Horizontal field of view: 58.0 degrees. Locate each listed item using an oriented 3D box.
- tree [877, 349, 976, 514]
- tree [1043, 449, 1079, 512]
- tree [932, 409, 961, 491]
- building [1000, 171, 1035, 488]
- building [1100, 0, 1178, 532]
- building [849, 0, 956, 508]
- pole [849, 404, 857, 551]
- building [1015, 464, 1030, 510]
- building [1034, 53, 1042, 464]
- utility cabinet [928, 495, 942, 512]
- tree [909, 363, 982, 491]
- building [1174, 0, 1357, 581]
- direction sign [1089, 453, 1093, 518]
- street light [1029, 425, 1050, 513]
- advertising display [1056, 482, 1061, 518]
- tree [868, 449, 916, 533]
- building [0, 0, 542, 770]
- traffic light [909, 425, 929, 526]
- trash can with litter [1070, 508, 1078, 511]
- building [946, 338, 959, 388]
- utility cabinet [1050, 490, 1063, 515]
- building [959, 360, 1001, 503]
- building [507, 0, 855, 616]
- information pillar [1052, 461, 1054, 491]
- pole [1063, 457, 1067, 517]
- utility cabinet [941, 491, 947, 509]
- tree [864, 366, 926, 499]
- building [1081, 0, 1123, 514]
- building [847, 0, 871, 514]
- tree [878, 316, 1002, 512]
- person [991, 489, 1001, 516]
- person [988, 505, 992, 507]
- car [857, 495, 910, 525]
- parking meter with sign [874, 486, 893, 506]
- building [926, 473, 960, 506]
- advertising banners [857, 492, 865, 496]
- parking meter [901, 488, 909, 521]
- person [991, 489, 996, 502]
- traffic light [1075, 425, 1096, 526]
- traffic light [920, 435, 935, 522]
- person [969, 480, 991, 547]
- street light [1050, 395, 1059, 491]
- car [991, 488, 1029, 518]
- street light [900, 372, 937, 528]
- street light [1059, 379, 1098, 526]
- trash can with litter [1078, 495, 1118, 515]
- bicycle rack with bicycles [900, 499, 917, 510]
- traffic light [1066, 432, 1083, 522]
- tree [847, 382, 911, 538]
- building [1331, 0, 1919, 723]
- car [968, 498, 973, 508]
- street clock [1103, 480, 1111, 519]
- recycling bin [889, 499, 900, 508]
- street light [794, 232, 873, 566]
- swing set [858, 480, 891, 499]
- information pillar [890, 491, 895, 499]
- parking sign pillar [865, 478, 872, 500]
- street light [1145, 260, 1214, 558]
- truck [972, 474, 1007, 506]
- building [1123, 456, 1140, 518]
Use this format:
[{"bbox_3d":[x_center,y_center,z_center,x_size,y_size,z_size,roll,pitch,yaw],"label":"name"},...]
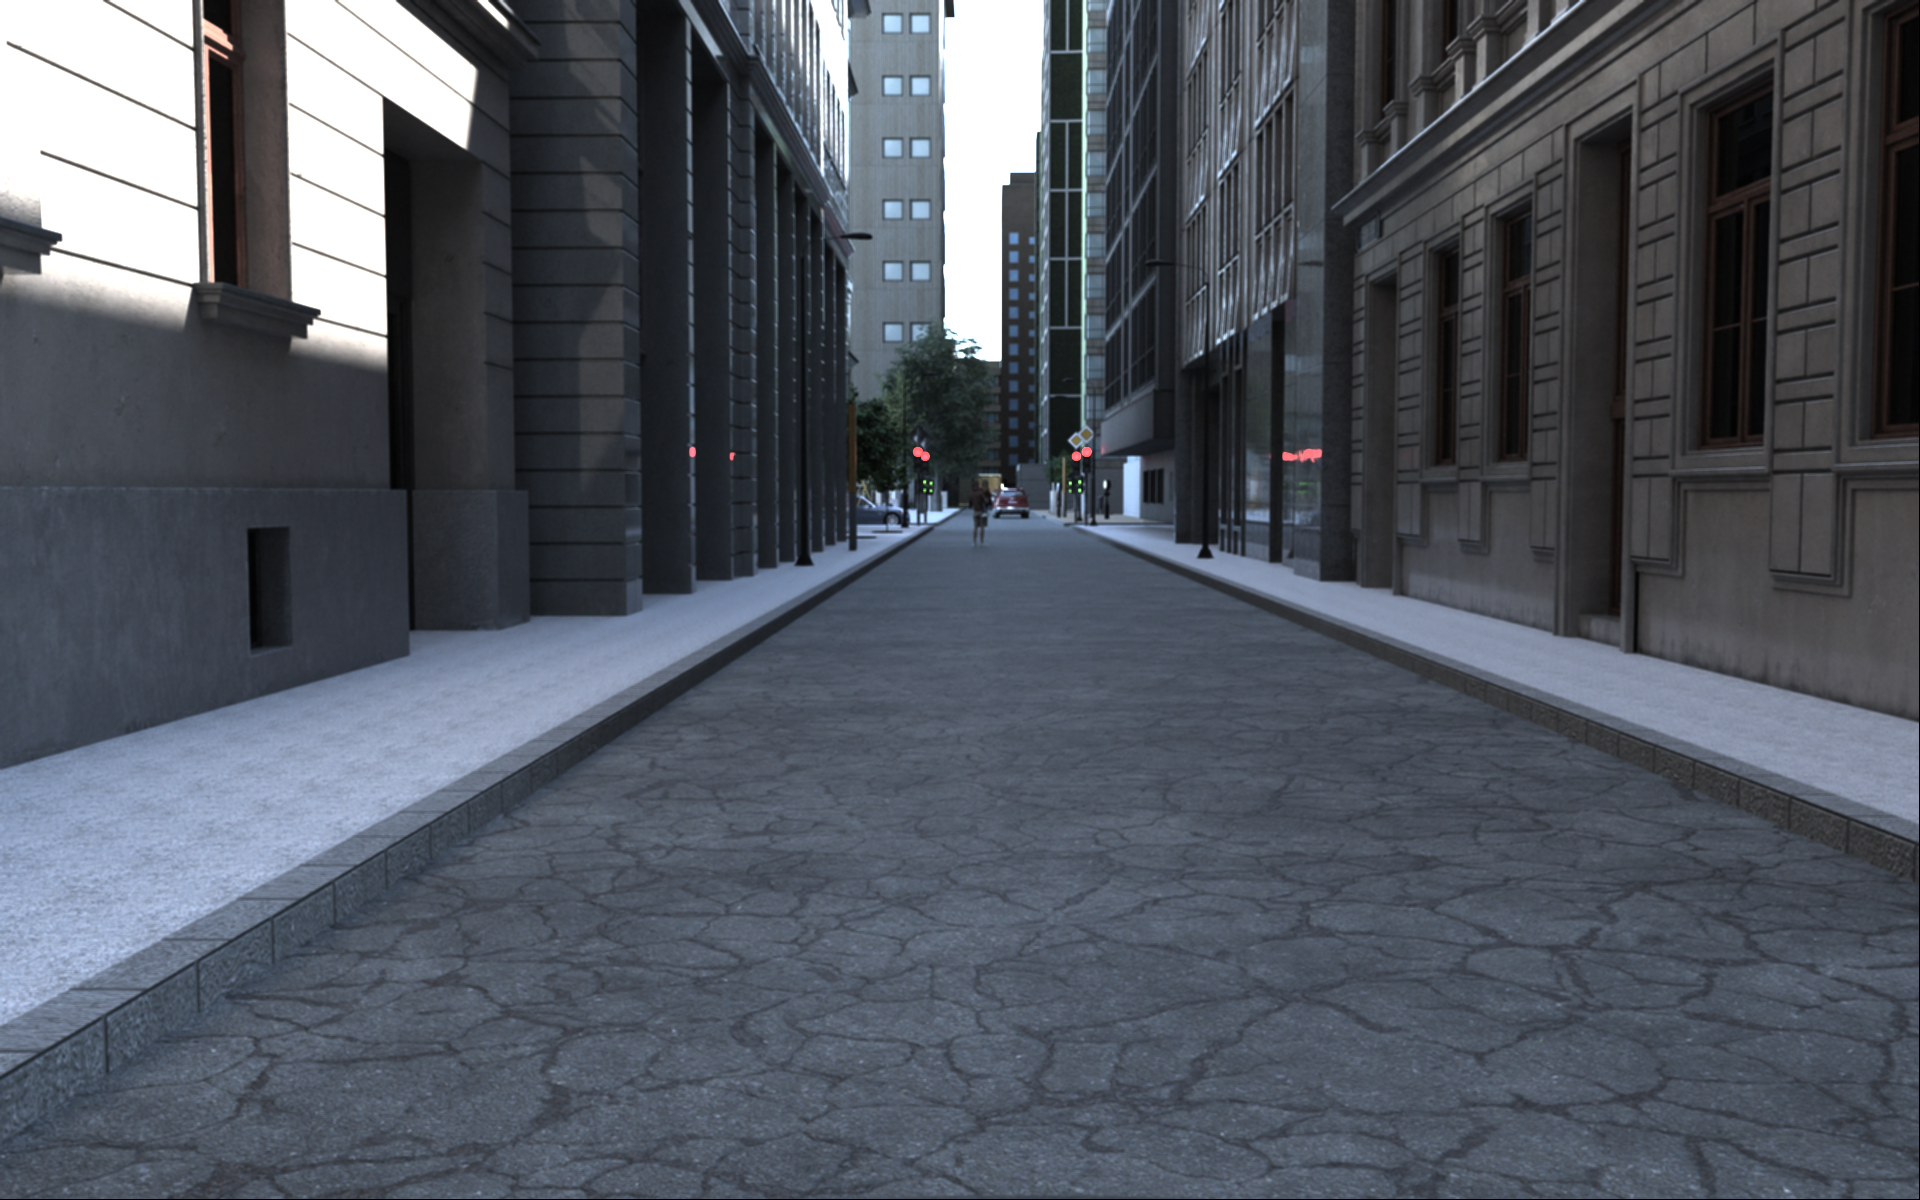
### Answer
[{"bbox_3d":[-2.699,-10.885,112.377,8.767,10.594,7.601,3,4,37],"label":"tree"},{"bbox_3d":[7.739,-8.763,126.991,4.285,4.588,4.351,0,3,0],"label":"tree"},{"bbox_3d":[-1.415,-11.300,135.116,4.360,8.622,3.978,0,3,0],"label":"tree"},{"bbox_3d":[12.808,-36.270,243.122,14.200,45.320,14.600,0,4,1],"label":"building"},{"bbox_3d":[12.549,-16.126,57.168,14.314,27.812,24.014,0,4,1],"label":"building"},{"bbox_3d":[-14.975,-35.309,166.533,28.713,52.752,27.495,0,4,1],"label":"building"},{"bbox_3d":[-2.432,-2.780,39.295,0.158,3.312,0.155,0,3,0],"label":"pole"},{"bbox_3d":[15.032,-43.012,141.497,20.563,71.187,20.611,0,4,1],"label":"building"},{"bbox_3d":[14.463,-29.335,163.217,14.154,41.232,14.086,0,4,1],"label":"building"},{"bbox_3d":[-1.806,-7.070,126.748,1.020,1.237,0.306,-2,4,-28],"label":"utility cabinet"},{"bbox_3d":[-1.213,-14.070,148.172,7.486,12.596,7.792,0,3,0],"label":"tree"},{"bbox_3d":[11.443,-13.239,34.483,12.078,24.808,19.932,0,4,1],"label":"building"},{"bbox_3d":[7.213,-6.289,94.820,0.379,3.537,0.876,0,4,-3],"label":"direction sign"},{"bbox_3d":[5.631,-8.849,117.219,1.470,5.913,1.316,0,4,1],"label":"street light"},{"bbox_3d":[5.420,-5.487,94.924,0.123,1.923,0.974,0,4,-5],"label":"advertising display"},{"bbox_3d":[-2.514,-3.839,57.376,1.663,3.219,1.824,0,3,0],"label":"tree"},{"bbox_3d":[-10.701,-13.341,5.518,14.401,28.519,23.554,0,4,1],"label":"building"},{"bbox_3d":[-1.669,-4.973,70.233,0.839,4.253,0.868,0,4,1],"label":"traffic light"},{"bbox_3d":[9.379,-7.400,132.041,2.233,1.210,1.678,2,4,27],"label":"trash can with litter"},{"bbox_3d":[-15.118,-22.688,215.993,28.899,21.520,27.650,0,4,1],"label":"building"},{"bbox_3d":[6.038,-5.998,106.753,0.318,1.500,1.173,3,5,45],"label":"utility cabinet"},{"bbox_3d":[-8.634,-24.827,250.956,28.899,21.520,27.650,0,4,1],"label":"building"},{"bbox_3d":[-8.658,-15.571,32.082,11.434,29.767,29.804,0,4,1],"label":"building"},{"bbox_3d":[6.656,-8.095,123.708,0.183,3.616,0.504,1,4,9],"label":"information pillar"},{"bbox_3d":[5.800,-6.250,96.025,0.158,3.312,0.155,0,3,0],"label":"pole"},{"bbox_3d":[-1.655,-8.368,145.501,1.173,1.500,0.318,0,4,4],"label":"utility cabinet"},{"bbox_3d":[-3.982,-9.172,100.332,4.737,8.622,4.395,0,3,0],"label":"tree"},{"bbox_3d":[15.013,-26.367,114.701,14.154,41.232,14.086,0,4,1],"label":"building"},{"bbox_3d":[-18.746,-14.032,62.704,30.059,22.955,16.112,0,4,1],"label":"building"},{"bbox_3d":[-1.548,-13.385,125.500,9.857,13.997,8.962,0,3,0],"label":"tree"},{"bbox_3d":[2.375,-6.311,112.437,0.760,1.731,0.466,-3,5,-41],"label":"person"},{"bbox_3d":[3.181,-10.863,185.978,0.709,1.838,0.599,0,4,-4],"label":"person"},{"bbox_3d":[-4.382,-3.836,74.724,4.499,1.417,2.014,0,3,0],"label":"car"},{"bbox_3d":[-3.602,-5.111,79.831,0.543,3.016,1.738,-2,4,-27],"label":"parking meter with sign"},{"bbox_3d":[-10.389,-46.003,190.403,20.563,71.187,20.611,0,4,1],"label":"building"},{"bbox_3d":[-8.503,-9.152,145.815,2.074,3.025,0.090,3,5,40],"label":"advertising banners"},{"bbox_3d":[-2.688,-4.792,84.067,0.255,1.863,0.399,-2,4,-30],"label":"parking meter"},{"bbox_3d":[3.063,-8.861,153.259,0.514,1.842,0.818,-1,4,-16],"label":"person"},{"bbox_3d":[5.091,-4.968,70.145,0.839,4.253,0.868,0,4,1],"label":"traffic light"},{"bbox_3d":[-1.546,-5.462,78.217,0.839,4.253,0.868,0,4,1],"label":"traffic light"},{"bbox_3d":[0.572,-2.381,47.407,0.580,1.828,0.573,-1,4,-11],"label":"person"},{"bbox_3d":[5.096,-6.659,81.423,1.470,5.913,1.316,0,4,1],"label":"street light"},{"bbox_3d":[3.038,-5.824,103.891,2.281,1.827,5.304,0,4,-1],"label":"car"},{"bbox_3d":[-1.572,-5.726,66.169,1.470,5.913,1.316,0,4,1],"label":"street light"},{"bbox_3d":[4.859,-5.949,69.800,1.470,5.913,1.316,0,4,1],"label":"street light"},{"bbox_3d":[8.845,-5.886,107.289,1.678,1.210,2.233,-2,4,-35],"label":"trash can with litter"},{"bbox_3d":[-4.174,-7.583,137.365,2.925,0.926,2.852,1,4,9],"label":"bicycle rack with bicycles"},{"bbox_3d":[5.215,-5.456,78.129,0.839,4.253,0.868,0,4,1],"label":"traffic light"},{"bbox_3d":[-3.106,-4.083,50.476,4.285,4.588,4.351,0,3,0],"label":"tree"},{"bbox_3d":[10.417,-10.881,14.060,11.583,22.565,21.152,0,4,1],"label":"building"},{"bbox_3d":[1.841,-10.182,178.275,2.131,1.459,4.920,0,3,0],"label":"car"},{"bbox_3d":[7.565,-5.175,89.181,0.358,2.002,0.471,-1,4,-19],"label":"street clock"},{"bbox_3d":[-3.546,-4.782,90.747,0.722,1.027,0.722,0,4,6],"label":"recycling bin"},{"bbox_3d":[-2.254,-3.569,30.889,1.470,5.913,1.316,0,4,1],"label":"street light"},{"bbox_3d":[-7.689,-9.398,151.271,2.862,2.851,3.119,1,4,18],"label":"swing set"},{"bbox_3d":[-4.134,-7.054,106.692,0.183,3.616,0.504,-2,4,-35],"label":"information pillar"},{"bbox_3d":[-7.321,-9.183,138.612,1.447,3.967,1.447,0,4,2],"label":"parking sign pillar"},{"bbox_3d":[4.372,-3.791,34.517,1.470,5.913,1.316,0,4,1],"label":"street light"},{"bbox_3d":[2.759,-10.553,168.469,3.469,3.379,9.791,0,4,2],"label":"truck"},{"bbox_3d":[21.912,-30.570,89.059,27.495,52.752,28.713,0,4,1],"label":"building"}]
